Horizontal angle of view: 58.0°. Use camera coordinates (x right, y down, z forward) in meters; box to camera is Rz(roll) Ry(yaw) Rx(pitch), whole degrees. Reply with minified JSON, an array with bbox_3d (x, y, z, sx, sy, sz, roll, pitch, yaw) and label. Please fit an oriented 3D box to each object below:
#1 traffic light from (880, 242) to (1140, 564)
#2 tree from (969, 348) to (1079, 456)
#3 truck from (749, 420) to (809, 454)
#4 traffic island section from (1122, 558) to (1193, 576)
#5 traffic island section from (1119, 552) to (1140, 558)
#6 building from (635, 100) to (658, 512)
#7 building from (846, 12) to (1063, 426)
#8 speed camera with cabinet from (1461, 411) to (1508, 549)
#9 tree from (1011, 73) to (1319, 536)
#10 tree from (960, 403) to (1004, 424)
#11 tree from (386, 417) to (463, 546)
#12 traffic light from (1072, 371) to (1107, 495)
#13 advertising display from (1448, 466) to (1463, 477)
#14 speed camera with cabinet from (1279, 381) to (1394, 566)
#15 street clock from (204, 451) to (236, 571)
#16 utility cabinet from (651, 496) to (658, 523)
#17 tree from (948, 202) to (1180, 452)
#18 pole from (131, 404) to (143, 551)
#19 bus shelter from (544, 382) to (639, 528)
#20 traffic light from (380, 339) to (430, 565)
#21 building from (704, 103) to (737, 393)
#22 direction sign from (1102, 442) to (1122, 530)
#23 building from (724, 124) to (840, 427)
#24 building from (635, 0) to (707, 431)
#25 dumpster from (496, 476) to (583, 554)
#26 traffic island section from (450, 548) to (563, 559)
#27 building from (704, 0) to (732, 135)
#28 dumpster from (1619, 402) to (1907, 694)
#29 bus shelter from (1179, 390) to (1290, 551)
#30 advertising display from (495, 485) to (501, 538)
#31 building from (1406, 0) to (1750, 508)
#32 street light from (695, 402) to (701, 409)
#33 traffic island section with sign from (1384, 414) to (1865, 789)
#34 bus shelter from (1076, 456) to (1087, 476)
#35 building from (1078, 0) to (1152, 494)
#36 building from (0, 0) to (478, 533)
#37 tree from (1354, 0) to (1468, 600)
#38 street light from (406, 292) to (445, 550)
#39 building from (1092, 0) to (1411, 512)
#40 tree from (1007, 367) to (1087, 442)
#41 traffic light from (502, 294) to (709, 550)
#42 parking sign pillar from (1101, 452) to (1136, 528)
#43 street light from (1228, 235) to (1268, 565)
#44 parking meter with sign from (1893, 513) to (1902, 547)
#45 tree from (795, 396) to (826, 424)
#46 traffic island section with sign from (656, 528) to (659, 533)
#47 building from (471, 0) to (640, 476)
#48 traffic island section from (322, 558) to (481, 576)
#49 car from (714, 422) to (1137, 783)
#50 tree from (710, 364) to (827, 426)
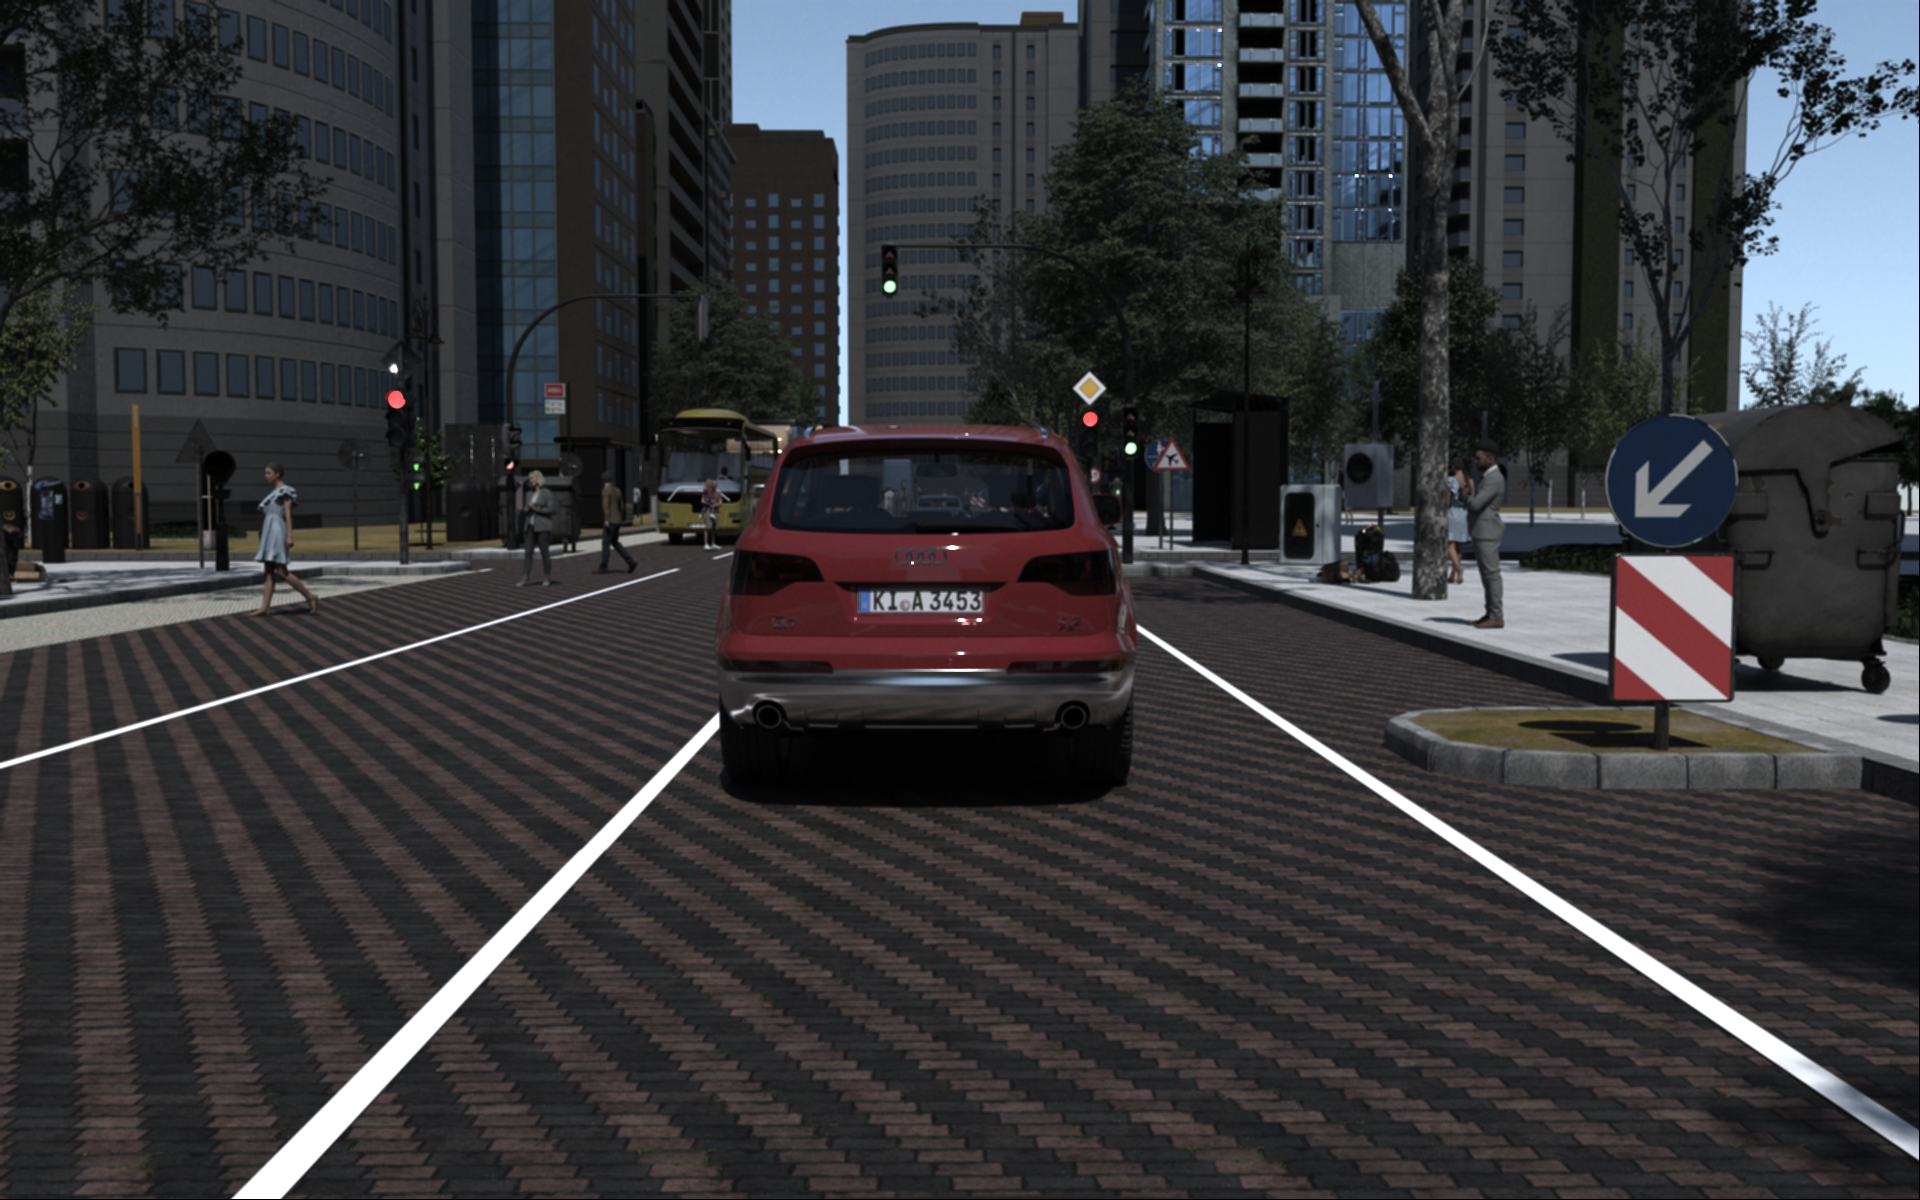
[{"bbox_3d":[0.956,-3.475,31.490,4.771,5.953,1.251,0,4,-1],"label":"traffic light"},{"bbox_3d":[4.575,-13.074,130.772,9.611,12.733,9.660,0,3,0],"label":"tree"},{"bbox_3d":[-7.347,-4.809,67.542,2.839,4.237,11.283,0,4,0],"label":"truck"},{"bbox_3d":[3.087,-0.581,31.774,2.009,0.180,2.903,0,4,-1],"label":"traffic island section"},{"bbox_3d":[2.976,-1.069,39.759,2.009,0.180,2.903,0,4,-1],"label":"traffic island section"},{"bbox_3d":[-29.335,-21.381,121.287,14.160,30.474,14.107,0,4,-1],"label":"building"},{"bbox_3d":[0.223,-41.210,215.789,28.212,58.520,21.231,0,4,-1],"label":"building"},{"bbox_3d":[11.979,-2.833,40.651,2.038,3.252,0.660,-2,4,-33],"label":"speed camera with cabinet"},{"bbox_3d":[6.056,-8.952,53.019,9.857,13.997,8.962,0,3,0],"label":"tree"},{"bbox_3d":[3.279,-15.585,180.566,9.928,11.665,9.643,0,3,0],"label":"tree"},{"bbox_3d":[-13.592,-2.979,43.316,1.663,3.219,1.824,0,3,0],"label":"tree"},{"bbox_3d":[2.936,-3.102,39.644,0.839,4.253,0.868,0,4,-1],"label":"traffic light"},{"bbox_3d":[10.928,-2.093,39.435,0.974,1.923,0.123,2,4,24],"label":"advertising display"},{"bbox_3d":[6.670,-2.229,30.777,0.660,3.252,2.038,-3,5,-43],"label":"speed camera with cabinet"},{"bbox_3d":[-12.341,-1.490,28.927,0.471,2.002,0.358,-1,4,-15],"label":"street clock"},{"bbox_3d":[-13.271,-3.982,76.260,0.306,1.237,1.020,1,4,16],"label":"utility cabinet"},{"bbox_3d":[4.573,-9.937,72.834,12.009,13.543,11.850,0,3,0],"label":"tree"},{"bbox_3d":[-18.658,-2.778,39.269,0.158,3.312,0.155,0,3,0],"label":"pole"},{"bbox_3d":[-13.885,-5.345,65.029,2.179,5.291,8.768,0,4,-1],"label":"bus shelter"},{"bbox_3d":[-10.113,-2.602,31.462,0.839,4.253,0.868,0,4,-1],"label":"traffic light"},{"bbox_3d":[-34.208,-28.972,165.574,23.993,40.220,32.217,0,4,-1],"label":"building"},{"bbox_3d":[5.459,-4.302,62.339,0.876,3.537,0.379,3,5,42],"label":"direction sign"},{"bbox_3d":[-22.193,-34.409,212.703,14.200,45.320,14.600,0,4,-1],"label":"building"},{"bbox_3d":[-32.418,-31.487,138.515,21.300,48.544,21.600,0,4,-1],"label":"building"},{"bbox_3d":[-10.151,-2.057,41.841,1.865,1.857,1.264,0,4,0],"label":"dumpster"},{"bbox_3d":[-10.264,-1.058,39.580,2.009,0.180,2.903,0,4,-1],"label":"traffic island section"},{"bbox_3d":[-39.647,-47.527,215.321,20.611,71.187,20.563,0,4,-1],"label":"building"},{"bbox_3d":[5.417,-0.371,11.818,1.264,1.857,1.865,0,4,-1],"label":"dumpster"},{"bbox_3d":[6.627,-3.117,42.245,1.731,3.624,6.357,0,4,-1],"label":"bus shelter"},{"bbox_3d":[-13.504,-2.800,51.001,0.974,1.923,0.123,-3,4,-37],"label":"advertising display"},{"bbox_3d":[60.060,-38.546,172.221,28.212,58.520,21.231,0,4,-1],"label":"building"},{"bbox_3d":[-12.898,-6.889,85.415,0.468,5.910,1.993,0,4,-1],"label":"street light"},{"bbox_3d":[3.404,-0.044,9.352,1.989,1.847,2.006,0,4,-1],"label":"traffic island section with sign"},{"bbox_3d":[5.735,-6.051,92.859,2.014,3.302,5.546,0,4,-1],"label":"bus shelter"},{"bbox_3d":[21.885,-38.300,168.196,21.231,58.520,28.212,0,4,-1],"label":"building"},{"bbox_3d":[-33.809,-32.226,68.886,21.231,58.520,28.212,0,4,-1],"label":"building"},{"bbox_3d":[4.340,-10.100,21.030,12.611,20.169,13.585,0,3,0],"label":"tree"},{"bbox_3d":[-12.244,-4.099,39.804,0.468,5.910,1.993,0,4,-1],"label":"street light"},{"bbox_3d":[23.221,-50.467,137.806,22.319,86.520,31.000,0,4,-1],"label":"building"},{"bbox_3d":[4.544,-8.264,85.475,4.737,8.622,4.395,0,3,0],"label":"tree"},{"bbox_3d":[-8.134,-3.966,39.510,4.771,5.953,1.251,0,4,-1],"label":"traffic light"},{"bbox_3d":[5.916,-4.700,65.320,1.447,3.967,1.447,-3,5,-42],"label":"parking sign pillar"},{"bbox_3d":[5.165,-3.574,31.215,0.468,5.910,1.993,0,4,-1],"label":"street light"},{"bbox_3d":[21.499,-2.755,41.300,0.543,3.016,1.738,-3,5,-44],"label":"parking meter with sign"},{"bbox_3d":[-14.652,-13.561,156.129,8.767,10.594,7.601,3,5,44],"label":"tree"},{"bbox_3d":[-10.285,-3.450,65.041,1.989,1.847,2.006,0,4,-1],"label":"traffic island section with sign"},{"bbox_3d":[-26.555,-27.427,98.544,14.600,45.320,14.200,0,4,-1],"label":"building"},{"bbox_3d":[-10.153,-0.570,31.596,2.009,0.180,2.903,0,4,-1],"label":"traffic island section"},{"bbox_3d":[-0.142,-0.090,10.147,2.281,1.827,5.304,0,4,1],"label":"car"},{"bbox_3d":[-14.102,-12.782,134.743,9.928,11.665,9.643,0,3,0],"label":"tree"}]
